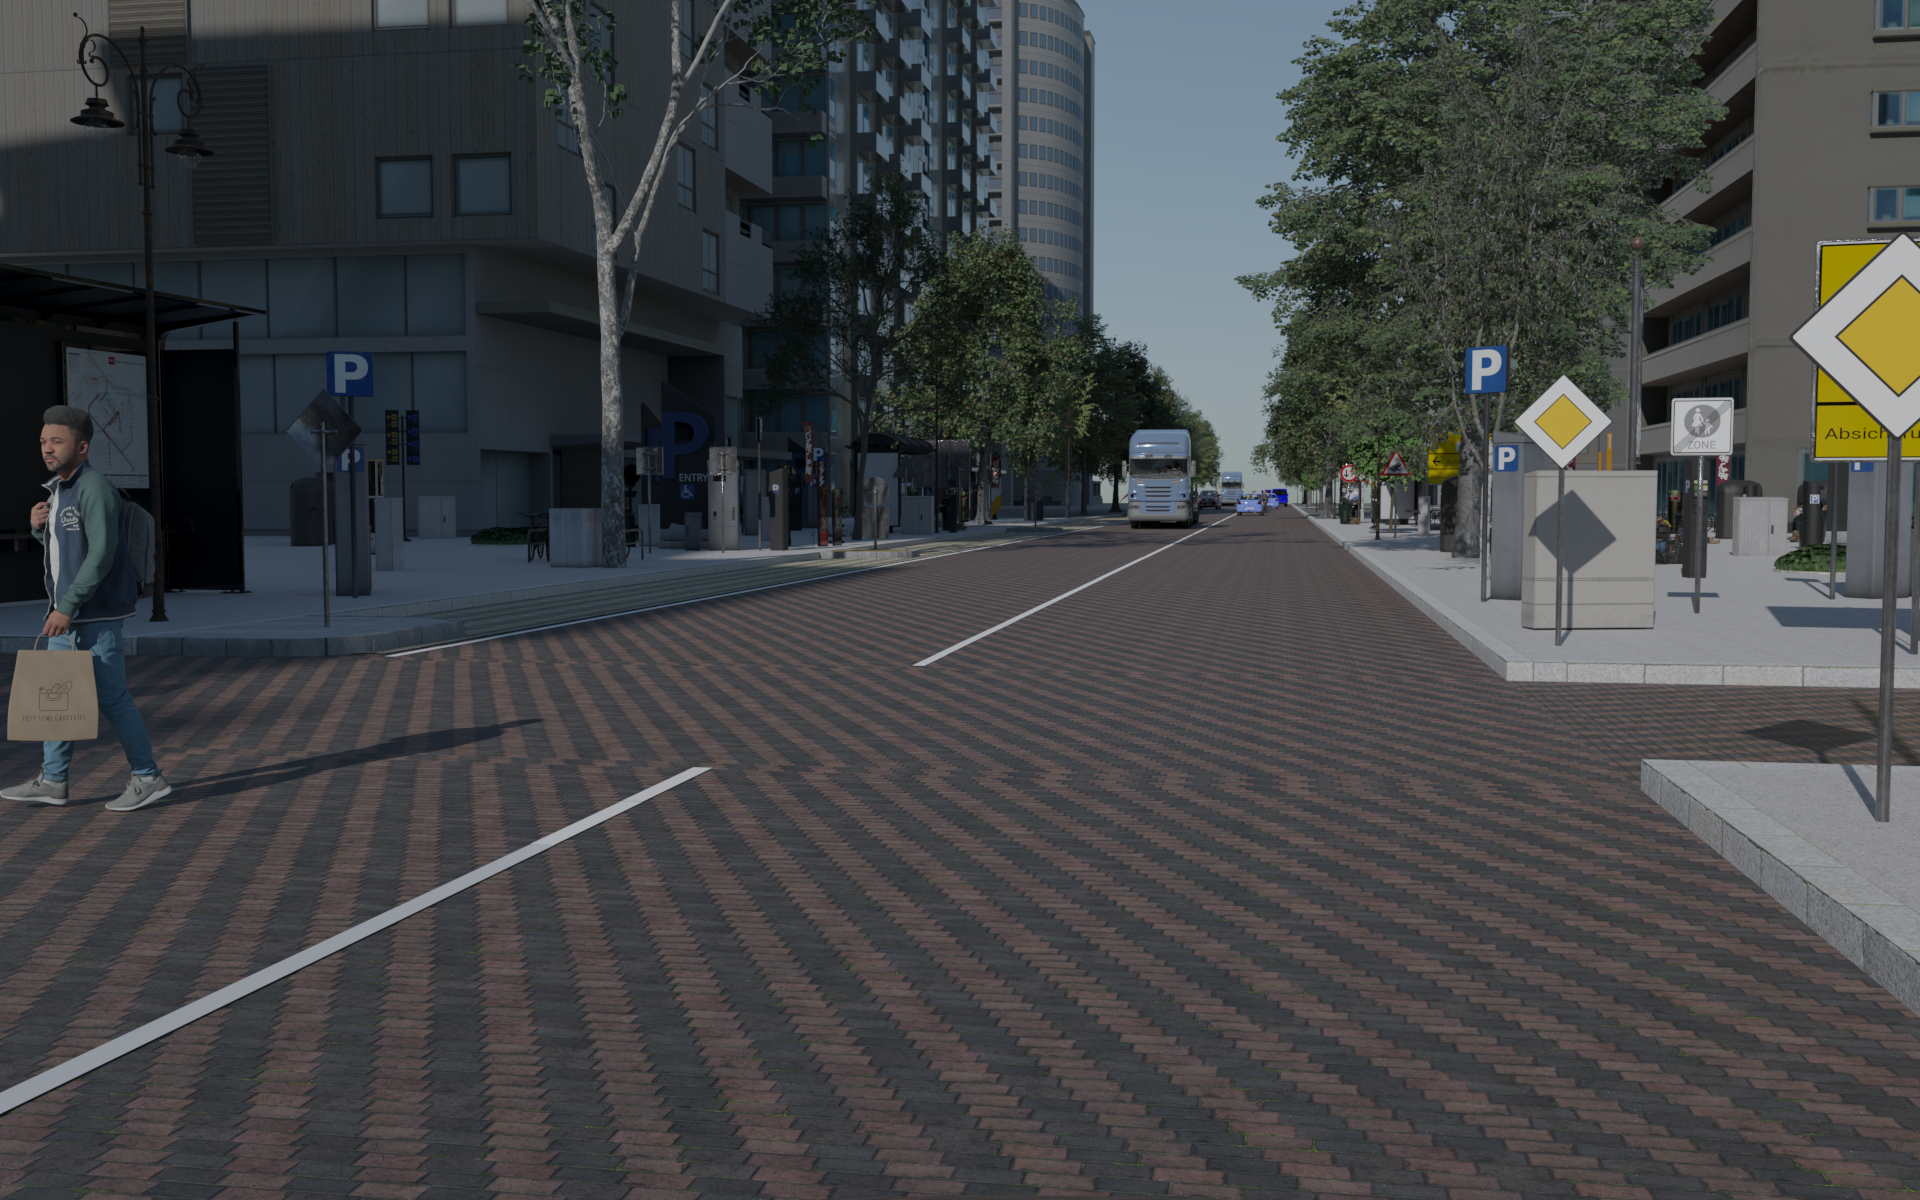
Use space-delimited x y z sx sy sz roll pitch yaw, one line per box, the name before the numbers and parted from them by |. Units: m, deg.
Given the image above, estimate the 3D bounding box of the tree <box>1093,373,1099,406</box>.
tree | 5.796 -8.939 96.508 4.737 8.622 4.395 0 3 0

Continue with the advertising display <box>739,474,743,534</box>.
advertising display | -6.761 -3.064 55.306 0.123 1.923 0.974 -2 4 -34

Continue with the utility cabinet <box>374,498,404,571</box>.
utility cabinet | -9.643 -1.106 29.247 0.306 1.237 1.020 0 4 -8

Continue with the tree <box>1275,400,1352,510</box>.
tree | 30.027 -13.806 143.853 7.486 12.596 7.792 0 3 0

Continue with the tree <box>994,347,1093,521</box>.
tree | 3.371 -8.098 82.767 4.737 8.622 4.395 0 3 0

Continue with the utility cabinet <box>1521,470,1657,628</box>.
utility cabinet | 5.959 -0.474 16.432 1.173 1.500 0.318 0 4 -5

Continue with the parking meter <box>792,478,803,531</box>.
parking meter | -5.715 -3.349 60.465 0.399 1.863 0.255 -2 4 -28

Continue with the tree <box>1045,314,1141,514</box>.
tree | 7.745 -11.661 108.790 7.486 12.596 7.792 0 3 0

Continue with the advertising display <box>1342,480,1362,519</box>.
advertising display | 17.508 -4.419 77.466 0.123 1.923 0.974 -3 5 -42

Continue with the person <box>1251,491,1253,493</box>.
person | 31.704 -10.900 187.451 1.217 1.736 0.721 -1 4 -21

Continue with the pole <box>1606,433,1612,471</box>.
pole | 21.711 -3.923 57.991 0.158 3.312 0.155 0 3 0

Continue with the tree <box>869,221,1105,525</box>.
tree | 0.974 -9.534 72.884 9.611 12.733 9.660 0 3 0

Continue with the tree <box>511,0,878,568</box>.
tree | -5.025 -10.559 28.536 12.611 20.169 13.585 0 3 0

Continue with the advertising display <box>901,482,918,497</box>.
advertising display | -2.700 -5.298 91.829 0.974 1.923 0.123 -1 4 -18

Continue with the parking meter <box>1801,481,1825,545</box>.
parking meter | 16.106 -1.486 32.706 0.372 1.533 0.369 0 3 0

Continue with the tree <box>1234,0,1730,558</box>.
tree | 10.192 -7.827 34.633 9.857 13.997 8.962 0 3 0

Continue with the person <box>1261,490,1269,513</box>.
person | 22.905 -7.400 130.042 0.990 1.755 0.434 -3 5 -42

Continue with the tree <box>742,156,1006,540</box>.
tree | -2.560 -6.939 47.863 7.601 10.594 8.767 1 4 20

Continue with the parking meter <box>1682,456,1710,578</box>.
parking meter | 11.250 -1.270 26.481 0.255 1.863 0.399 0 4 3

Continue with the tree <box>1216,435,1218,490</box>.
tree | 16.290 -14.257 150.110 9.611 12.733 9.660 0 3 0

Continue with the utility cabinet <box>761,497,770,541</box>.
utility cabinet | -5.238 -2.217 47.406 0.306 1.237 1.020 0 4 2

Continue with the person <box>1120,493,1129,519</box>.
person | 9.798 -5.546 99.117 1.348 1.831 0.705 0 4 5

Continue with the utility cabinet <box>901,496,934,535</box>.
utility cabinet | -1.334 -2.652 54.518 1.020 1.237 0.306 1 4 22

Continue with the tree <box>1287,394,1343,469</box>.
tree | 27.938 -12.062 131.622 7.601 10.594 8.767 3 5 41

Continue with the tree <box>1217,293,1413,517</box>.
tree | 20.454 -10.899 95.212 9.611 12.733 9.660 0 3 0

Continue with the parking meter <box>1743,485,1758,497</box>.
parking meter | 21.863 -2.418 47.943 0.372 1.533 0.369 0 3 0

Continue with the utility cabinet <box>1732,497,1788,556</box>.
utility cabinet | 16.559 -1.509 35.842 1.020 1.237 0.306 0 4 -1

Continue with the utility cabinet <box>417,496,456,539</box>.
utility cabinet | -15.014 -2.358 49.714 1.020 1.237 0.306 -2 4 -24

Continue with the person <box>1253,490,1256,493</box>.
person | 22.232 -7.433 130.963 0.436 1.711 0.756 -1 4 -12

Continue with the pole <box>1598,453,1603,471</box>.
pole | 31.430 -5.579 85.062 0.158 3.312 0.155 0 3 0

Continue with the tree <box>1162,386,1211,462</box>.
tree | 21.505 -16.735 183.990 12.009 13.543 11.850 0 3 0

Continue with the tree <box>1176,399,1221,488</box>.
tree | 26.125 -17.675 207.108 7.486 12.596 7.792 0 3 0

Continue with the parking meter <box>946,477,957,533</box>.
parking meter | -0.225 -3.161 57.395 0.255 1.863 0.399 0 4 3

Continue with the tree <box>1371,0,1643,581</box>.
tree | 7.888 -4.607 25.692 4.360 8.622 3.978 0 3 0

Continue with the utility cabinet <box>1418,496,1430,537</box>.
utility cabinet | 14.050 -2.526 52.462 0.306 1.237 1.020 1 4 19

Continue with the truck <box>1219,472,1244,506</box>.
truck | 33.690 -13.648 212.902 2.967 4.110 18.799 1 4 11

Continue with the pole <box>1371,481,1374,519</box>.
pole | 21.004 -5.765 88.101 0.158 3.312 0.155 0 3 0

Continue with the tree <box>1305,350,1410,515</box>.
tree | 23.604 -11.031 106.109 9.928 11.665 9.643 0 3 0

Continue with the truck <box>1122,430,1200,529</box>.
truck | 9.380 -5.411 78.233 2.967 4.110 18.799 1 4 9

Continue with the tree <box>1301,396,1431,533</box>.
tree | 14.298 -4.507 57.409 4.285 4.588 4.351 0 3 0

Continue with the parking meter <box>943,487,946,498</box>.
parking meter | -0.816 -4.696 82.487 0.399 1.863 0.255 2 4 34

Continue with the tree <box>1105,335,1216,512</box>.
tree | 11.345 -12.705 124.739 9.611 12.733 9.660 0 3 0

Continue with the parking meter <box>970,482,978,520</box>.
parking meter | 0.682 -4.876 85.441 0.255 1.863 0.399 -2 4 -27

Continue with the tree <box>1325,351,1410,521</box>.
tree | 19.453 -8.079 82.460 4.737 8.622 4.395 0 3 0

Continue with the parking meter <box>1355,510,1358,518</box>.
parking meter | 19.873 -4.803 86.941 0.372 1.533 0.369 0 3 0

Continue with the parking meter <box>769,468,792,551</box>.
parking meter | -4.114 -2.053 39.275 0.399 1.863 0.255 2 4 31
